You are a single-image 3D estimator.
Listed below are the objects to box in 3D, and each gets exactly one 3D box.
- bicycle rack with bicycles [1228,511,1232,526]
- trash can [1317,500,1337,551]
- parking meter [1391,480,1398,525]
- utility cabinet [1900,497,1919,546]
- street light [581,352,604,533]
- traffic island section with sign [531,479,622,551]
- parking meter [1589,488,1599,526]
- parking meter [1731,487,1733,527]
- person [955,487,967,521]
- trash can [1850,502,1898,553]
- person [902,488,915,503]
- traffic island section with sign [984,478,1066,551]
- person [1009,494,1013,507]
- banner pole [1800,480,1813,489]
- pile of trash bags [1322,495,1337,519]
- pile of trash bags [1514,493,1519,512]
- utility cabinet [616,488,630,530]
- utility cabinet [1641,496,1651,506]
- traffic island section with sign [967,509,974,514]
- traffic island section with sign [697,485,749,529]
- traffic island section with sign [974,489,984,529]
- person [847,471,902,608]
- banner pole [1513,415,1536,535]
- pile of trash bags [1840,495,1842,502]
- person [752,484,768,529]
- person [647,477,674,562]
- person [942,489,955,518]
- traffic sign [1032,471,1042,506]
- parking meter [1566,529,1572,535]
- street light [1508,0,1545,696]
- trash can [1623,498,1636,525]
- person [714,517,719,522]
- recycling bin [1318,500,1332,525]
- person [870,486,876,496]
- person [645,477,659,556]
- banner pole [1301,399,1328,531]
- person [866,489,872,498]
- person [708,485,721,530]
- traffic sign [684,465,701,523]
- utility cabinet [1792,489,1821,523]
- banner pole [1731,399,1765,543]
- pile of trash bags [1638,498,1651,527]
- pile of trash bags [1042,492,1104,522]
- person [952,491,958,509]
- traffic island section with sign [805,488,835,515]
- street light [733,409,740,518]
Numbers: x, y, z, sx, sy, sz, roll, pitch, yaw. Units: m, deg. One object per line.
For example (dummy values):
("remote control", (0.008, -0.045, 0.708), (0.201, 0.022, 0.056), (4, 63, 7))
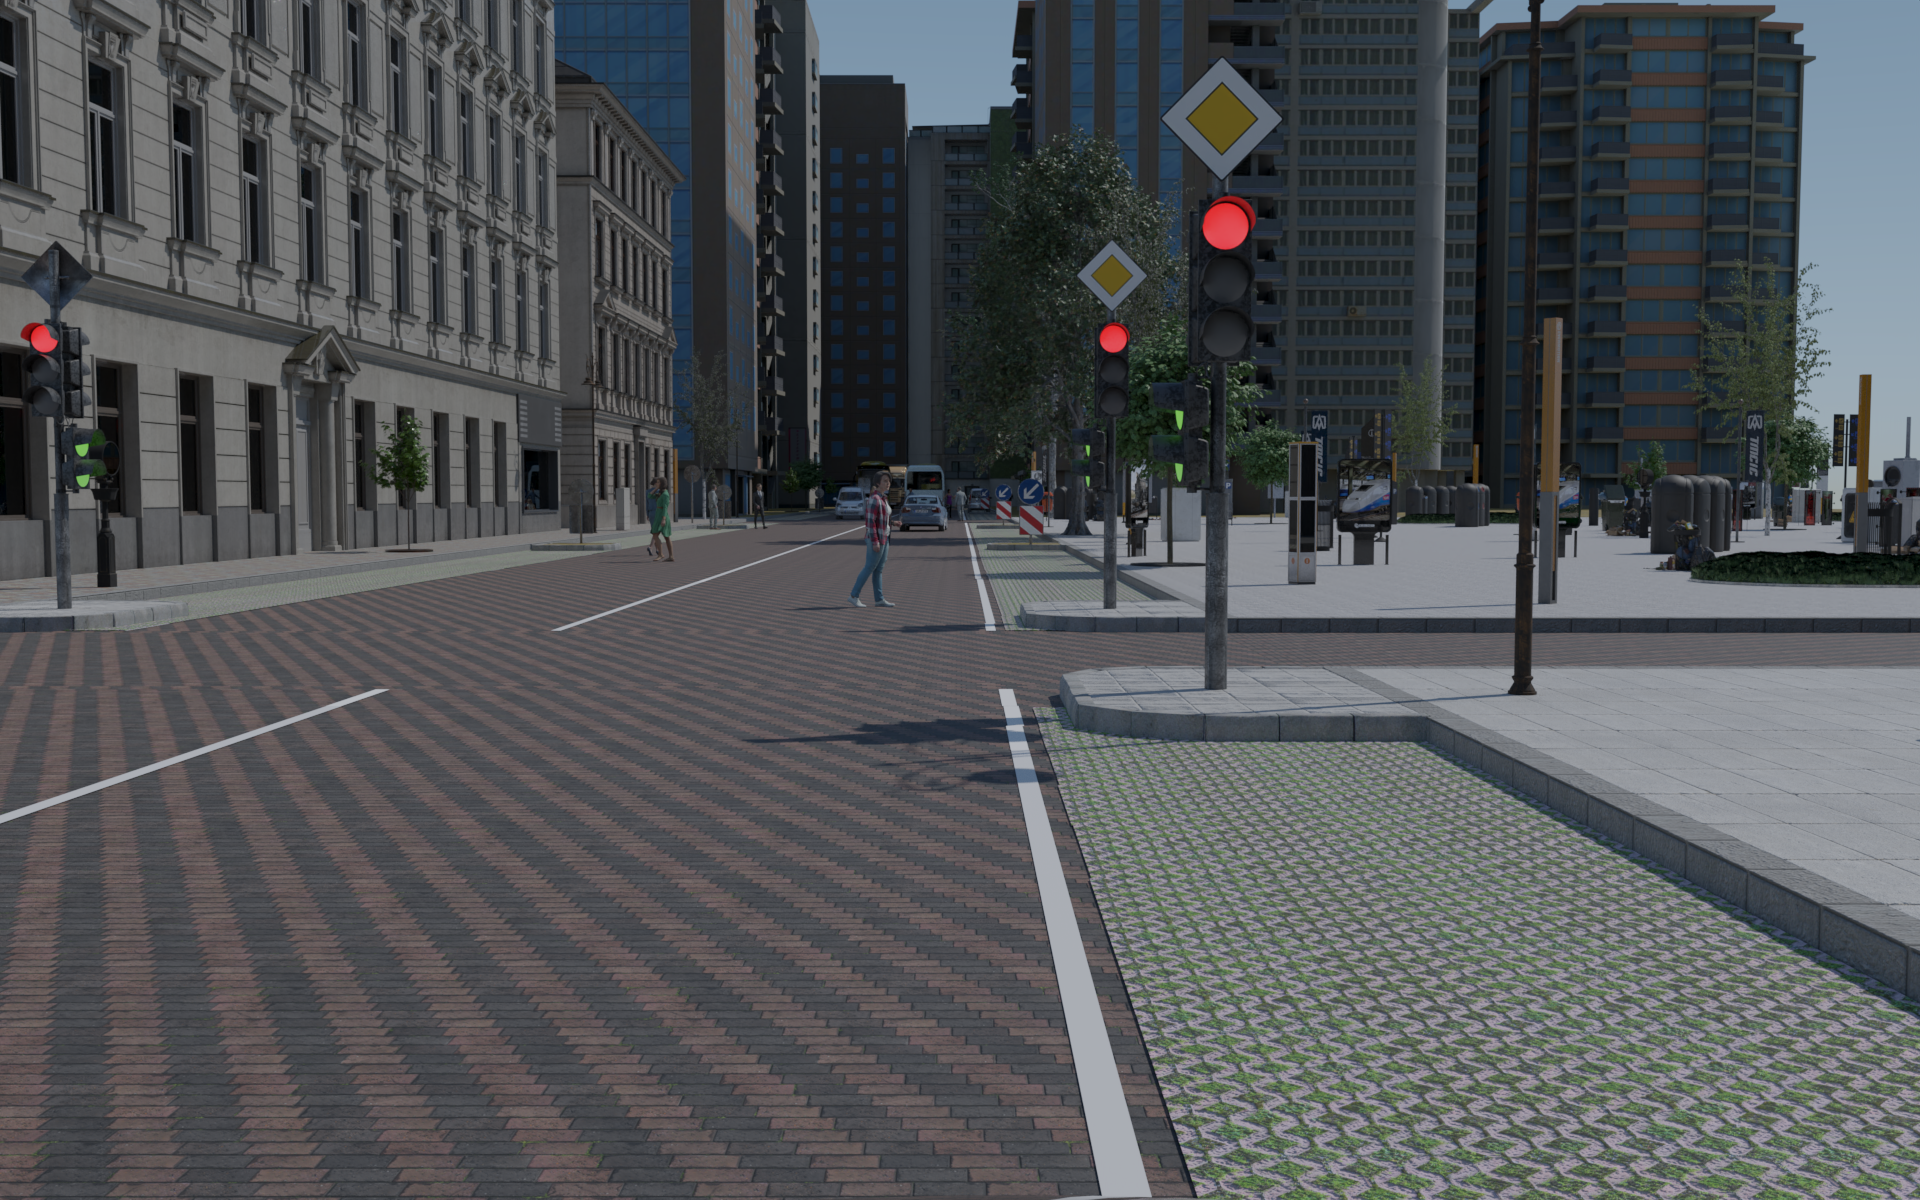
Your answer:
("bicycle rack with bicycles", (9.723, -3.441, 69.650), (2.852, 0.926, 2.925), (1, 4, 21))
("trash can", (8.123, -1.678, 39.085), (0.748, 1.137, 0.748), (0, 3, 0))
("parking meter", (18.129, -4.090, 72.587), (0.399, 1.863, 0.255), (-3, 4, -36))
("utility cabinet", (22.045, -1.762, 39.971), (1.020, 1.237, 0.306), (-3, 4, -37))
("street light", (-11.991, -5.131, 56.676), (0.468, 5.910, 1.993), (0, 3, 0))
("traffic island section with sign", (-9.740, -2.179, 44.255), (1.989, 1.847, 2.006), (0, 3, 0))
("parking meter", (25.558, -3.756, 69.827), (0.372, 1.533, 0.369), (0, 3, 0))
("parking meter", (24.829, -2.920, 56.156), (0.372, 1.533, 0.369), (0, 3, 0))
("person", (0.015, -5.037, 90.952), (0.635, 1.810, 0.391), (-3, 5, -42))
("trash can", (16.132, -1.159, 30.610), (0.748, 1.137, 0.748), (0, 3, 0))
("person", (-2.996, -5.896, 104.879), (0.705, 1.826, 1.348), (-3, 5, -43))
("traffic island section with sign", (1.688, -2.194, 44.503), (1.989, 1.847, 2.006), (0, 3, 0))
("person", (5.083, -10.284, 176.267), (0.705, 1.869, 1.348), (3, 4, 37))
("banner pole", (45.060, -6.241, 92.051), (0.401, 3.779, 0.863), (-3, 4, -38))
("pile of trash bags", (19.082, -4.862, 89.241), (1.912, 1.369, 3.447), (-3, 5, -40))
("pile of trash bags", (29.704, -4.925, 90.268), (1.912, 1.369, 3.447), (2, 4, 35))
("utility cabinet", (-11.951, -3.221, 61.341), (0.318, 1.500, 1.173), (0, 4, -1))
("utility cabinet", (27.689, -3.589, 69.849), (0.306, 1.237, 1.020), (1, 4, 11))
("traffic island section with sign", (1.637, -6.926, 121.867), (1.989, 1.847, 2.006), (0, 3, 0))
("traffic island section with sign", (-9.742, -3.842, 71.437), (1.989, 1.847, 2.006), (0, 3, 0))
("traffic island section with sign", (1.675, -3.847, 71.530), (1.989, 1.847, 2.006), (0, 3, 0))
("person", (-1.078, -0.772, 21.957), (0.643, 1.720, 0.563), (1, 4, 11))
("banner pole", (17.765, -3.934, 54.332), (0.863, 3.779, 0.401), (-2, 4, -28))
("pile of trash bags", (34.555, -3.402, 65.370), (1.912, 1.369, 3.447), (3, 4, 36))
("person", (-8.192, -3.838, 71.020), (0.659, 1.850, 0.755), (-3, 5, -39))
("person", (-6.267, -1.702, 36.574), (0.529, 1.795, 0.600), (-2, 4, -32))
("person", (-0.598, -5.715, 102.616), (1.217, 1.739, 0.721), (-3, 4, -38))
("traffic sign", (3.422, -4.514, 75.934), (0.606, 2.300, 0.079), (1, 4, 9))
("parking meter", (18.896, -2.953, 53.991), (0.399, 1.863, 0.255), (-2, 4, -29))
("street light", (3.608, -2.333, 10.933), (0.468, 5.910, 1.993), (0, 3, 0))
("trash can", (23.693, -3.065, 61.764), (0.748, 1.137, 0.748), (0, 3, 0))
("person", (-10.513, -3.693, 73.889), (0.505, 1.210, 0.382), (3, 5, 40))
("recycling bin", (14.864, -3.600, 71.410), (0.722, 1.027, 0.722), (0, 4, -8))
("person", (-4.425, -4.904, 88.661), (0.573, 1.828, 0.580), (-1, 4, -22))
("person", (-7.122, -1.944, 40.307), (0.581, 1.822, 0.654), (3, 4, 38))
("banner pole", (9.315, -3.405, 45.683), (0.863, 3.779, 0.401), (-1, 4, -11))
("person", (-6.195, -6.707, 118.696), (0.750, 1.759, 0.617), (-1, 4, -16))
("person", (-9.871, -3.713, 69.307), (0.391, 1.810, 0.635), (-3, 4, -36))
("traffic sign", (-11.768, -4.645, 76.058), (0.768, 2.556, 0.104), (0, 4, 7))
("utility cabinet", (37.636, -4.178, 76.991), (1.173, 1.500, 0.318), (0, 4, -7))
("banner pole", (20.776, -3.405, 45.685), (0.401, 3.779, 0.863), (-3, 5, -43))
("pile of trash bags", (27.687, -3.517, 67.251), (1.912, 1.369, 3.447), (0, 4, 0))
("pile of trash bags", (5.505, -4.396, 81.630), (3.447, 1.369, 1.912), (1, 4, 11))
("person", (-0.230, -9.569, 164.962), (0.705, 1.824, 1.348), (3, 5, 42))
("traffic island section with sign", (-9.786, -6.882, 121.152), (1.989, 1.847, 2.006), (0, 3, 0))
("street light", (-12.082, -7.405, 93.865), (0.468, 5.910, 1.993), (0, 3, 0))
